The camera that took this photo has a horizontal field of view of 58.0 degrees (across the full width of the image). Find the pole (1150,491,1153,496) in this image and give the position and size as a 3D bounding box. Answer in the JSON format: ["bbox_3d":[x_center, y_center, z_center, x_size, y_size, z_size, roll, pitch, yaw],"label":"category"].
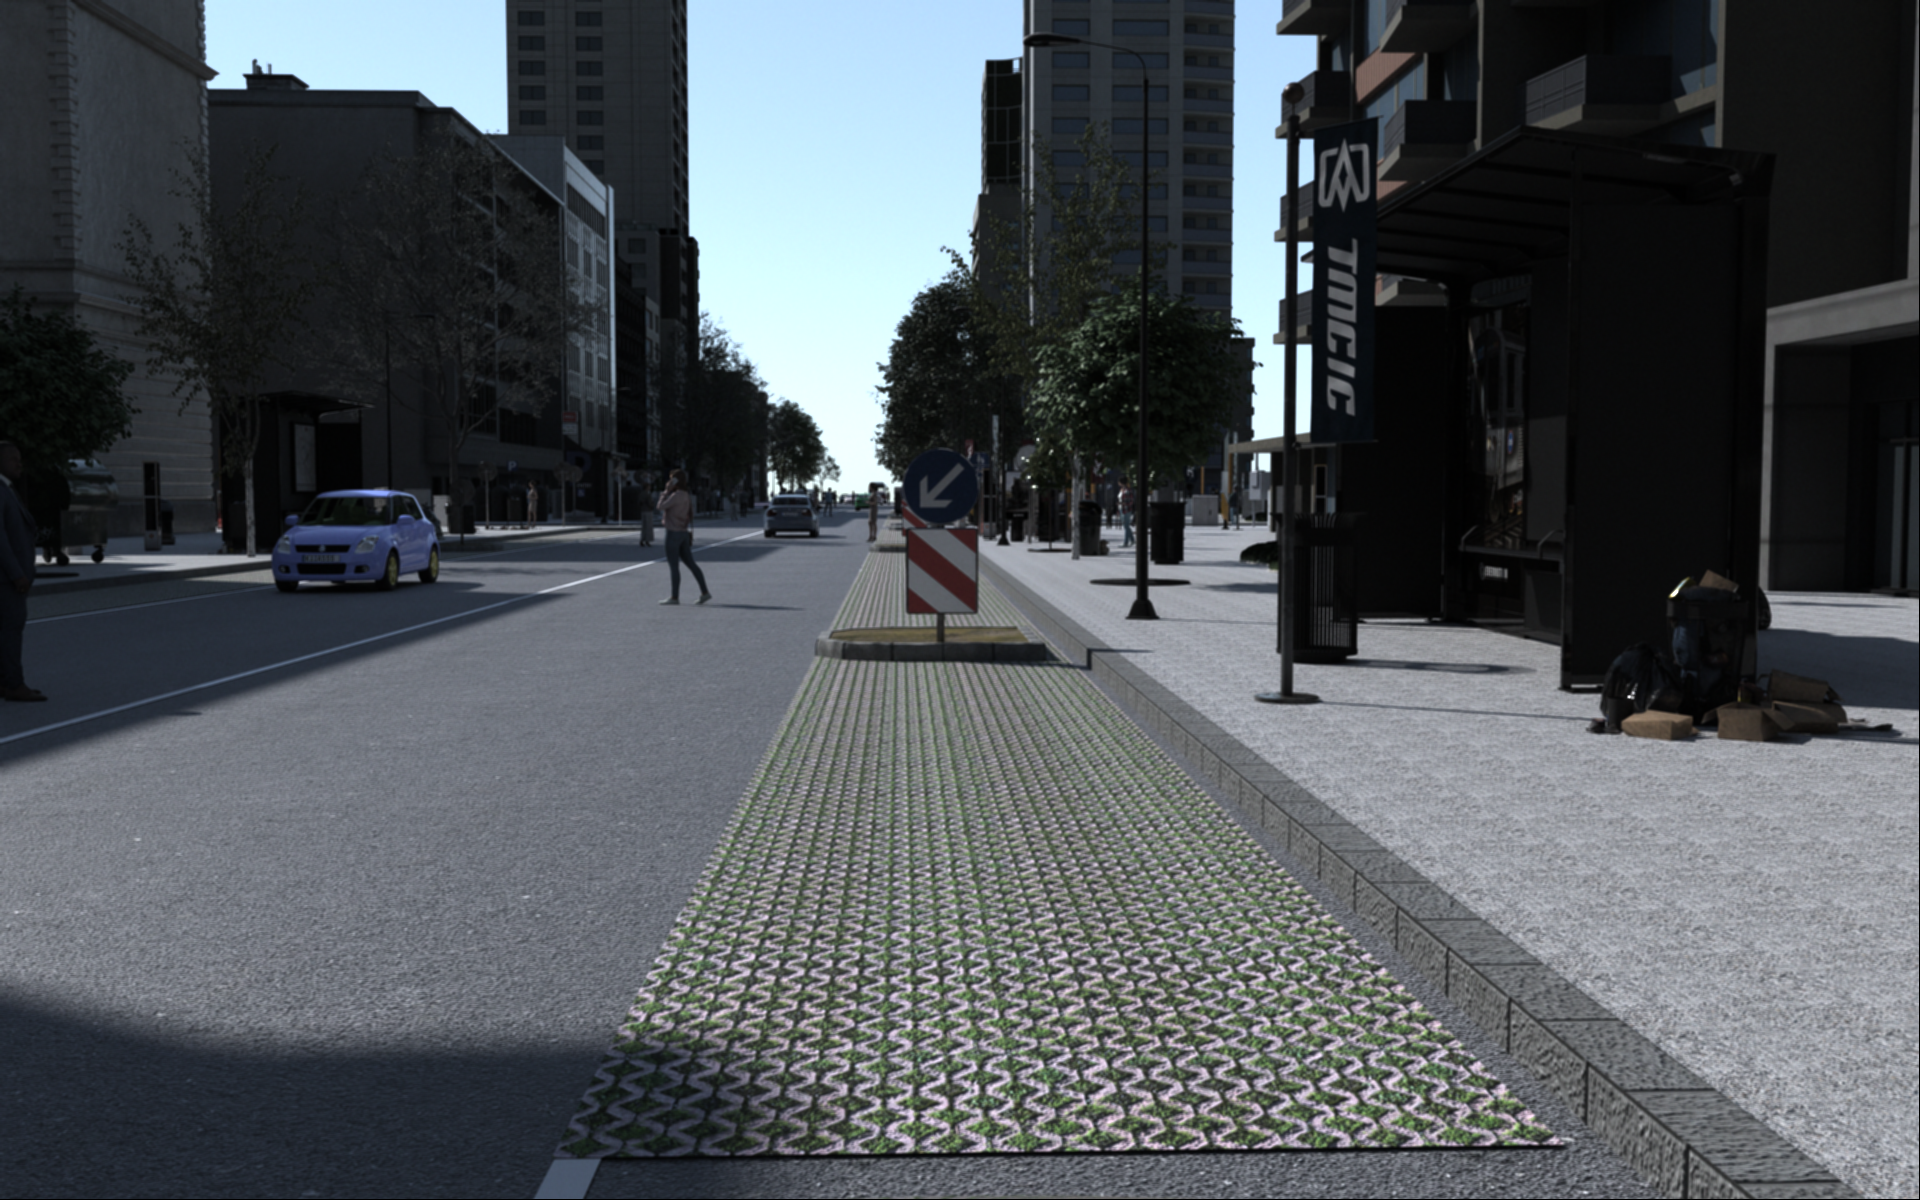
[{"bbox_3d":[10.786,-6.350,97.665,0.158,3.312,0.155,0,3,0],"label":"pole"}]

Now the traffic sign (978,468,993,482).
[{"bbox_3d":[0.937,-3.690,62.463,0.606,2.300,0.079,0,4,7],"label":"traffic sign"}]

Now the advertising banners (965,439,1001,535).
[{"bbox_3d":[0.710,-3.569,54.543,0.090,3.025,2.074,-2,4,-32],"label":"advertising banners"}]

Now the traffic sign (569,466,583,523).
[{"bbox_3d":[-17.268,-4.734,77.503,0.768,2.556,0.104,0,4,5],"label":"traffic sign"}]

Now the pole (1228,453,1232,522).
[{"bbox_3d":[12.417,-5.247,79.624,0.158,3.312,0.155,0,3,0],"label":"pole"}]

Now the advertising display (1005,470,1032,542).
[{"bbox_3d":[1.540,-2.540,46.742,0.974,1.923,0.123,-3,5,-39],"label":"advertising display"}]

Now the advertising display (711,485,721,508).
[{"bbox_3d":[-18.258,-7.597,129.420,0.123,1.923,0.974,2,4,33],"label":"advertising display"}]

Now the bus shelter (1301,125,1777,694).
[{"bbox_3d":[4.331,-1.402,14.203,1.731,3.624,6.357,0,4,-2],"label":"bus shelter"}]

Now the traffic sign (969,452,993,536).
[{"bbox_3d":[0.615,-3.195,52.340,0.768,2.556,0.104,0,4,-2],"label":"traffic sign"}]

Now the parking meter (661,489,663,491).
[{"bbox_3d":[-24.312,-8.331,141.919,0.399,1.863,0.255,0,4,3],"label":"parking meter"}]

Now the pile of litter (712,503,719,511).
[{"bbox_3d":[-18.543,-7.280,132.994,1.719,0.858,1.176,-1,4,-19],"label":"pile of litter"}]

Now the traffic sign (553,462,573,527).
[{"bbox_3d":[-15.573,-4.151,67.981,0.768,2.556,0.104,0,4,1],"label":"traffic sign"}]

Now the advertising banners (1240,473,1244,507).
[{"bbox_3d":[22.563,-8.802,140.093,0.090,3.025,2.074,2,4,34],"label":"advertising banners"}]

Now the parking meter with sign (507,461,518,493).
[{"bbox_3d":[-23.587,-5.825,91.495,0.543,3.016,1.738,-1,4,-12],"label":"parking meter with sign"}]

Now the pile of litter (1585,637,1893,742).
[{"bbox_3d":[4.256,0.276,9.449,1.719,0.858,1.176,0,4,5],"label":"pile of litter"}]

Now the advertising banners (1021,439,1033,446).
[{"bbox_3d":[2.758,-3.621,55.399,2.074,3.025,0.090,-3,4,-37],"label":"advertising banners"}]

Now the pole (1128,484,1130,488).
[{"bbox_3d":[11.062,-7.323,113.568,0.158,3.312,0.155,0,3,0],"label":"pole"}]

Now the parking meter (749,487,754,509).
[{"bbox_3d":[-18.157,-8.891,151.075,0.399,1.863,0.255,1,4,22],"label":"parking meter"}]

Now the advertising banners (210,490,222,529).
[{"bbox_3d":[-27.137,-4.115,63.470,2.074,3.025,0.090,3,5,40],"label":"advertising banners"}]

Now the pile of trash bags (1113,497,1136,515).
[{"bbox_3d":[10.282,-6.101,109.508,1.912,1.369,3.447,3,5,41],"label":"pile of trash bags"}]

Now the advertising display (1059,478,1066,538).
[{"bbox_3d":[2.872,-2.740,50.014,0.974,1.923,0.123,-3,5,-42],"label":"advertising display"}]

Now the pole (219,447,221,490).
[{"bbox_3d":[-32.150,-4.994,75.499,0.158,3.312,0.155,0,3,0],"label":"pole"}]

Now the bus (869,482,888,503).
[{"bbox_3d":[-13.070,-17.245,276.811,2.948,3.499,13.247,0,4,-1],"label":"bus"}]

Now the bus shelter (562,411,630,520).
[{"bbox_3d":[-18.231,-6.655,86.437,2.179,5.291,8.768,0,4,-2],"label":"bus shelter"}]

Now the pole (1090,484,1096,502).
[{"bbox_3d":[5.362,-4.642,69.746,0.158,3.312,0.155,0,3,0],"label":"pole"}]

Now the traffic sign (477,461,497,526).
[{"bbox_3d":[-18.203,-4.072,66.681,0.768,2.556,0.104,0,4,5],"label":"traffic sign"}]

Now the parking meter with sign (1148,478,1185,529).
[{"bbox_3d":[7.598,-4.182,64.641,1.738,3.016,0.543,-1,4,-14],"label":"parking meter with sign"}]

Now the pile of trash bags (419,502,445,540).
[{"bbox_3d":[-15.723,-2.300,47.358,1.912,1.369,3.447,1,4,16],"label":"pile of trash bags"}]

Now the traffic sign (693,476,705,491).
[{"bbox_3d":[-18.198,-7.395,120.905,0.884,2.594,0.081,0,4,3],"label":"traffic sign"}]

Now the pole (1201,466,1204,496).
[{"bbox_3d":[17.872,-8.182,127.615,0.158,3.312,0.155,0,3,0],"label":"pole"}]

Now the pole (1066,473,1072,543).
[{"bbox_3d":[2.877,-3.147,45.295,0.158,3.312,0.155,0,3,0],"label":"pole"}]

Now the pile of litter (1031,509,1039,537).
[{"bbox_3d":[2.687,-2.323,51.938,1.176,0.858,1.719,-1,4,-9],"label":"pile of litter"}]

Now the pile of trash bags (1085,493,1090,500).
[{"bbox_3d":[8.208,-6.506,116.128,1.912,1.369,3.447,-1,4,-9],"label":"pile of trash bags"}]

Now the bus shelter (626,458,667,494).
[{"bbox_3d":[-18.407,-6.540,100.853,2.014,3.302,5.546,0,4,-2],"label":"bus shelter"}]

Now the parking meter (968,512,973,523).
[{"bbox_3d":[0.561,-4.407,77.761,0.399,1.863,0.255,-3,4,-38],"label":"parking meter"}]

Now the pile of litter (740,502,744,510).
[{"bbox_3d":[-18.398,-7.864,142.540,1.176,0.858,1.719,3,4,37],"label":"pile of litter"}]

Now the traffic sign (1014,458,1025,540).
[{"bbox_3d":[1.802,-2.835,48.484,0.606,2.300,0.079,0,4,2],"label":"traffic sign"}]

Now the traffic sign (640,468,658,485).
[{"bbox_3d":[-13.692,-4.529,76.238,0.795,2.593,0.064,0,4,-2],"label":"traffic sign"}]

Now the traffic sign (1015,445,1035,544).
[{"bbox_3d":[1.810,-2.733,44.785,0.768,2.556,0.104,0,4,7],"label":"traffic sign"}]

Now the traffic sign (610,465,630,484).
[{"bbox_3d":[-13.415,-4.041,68.258,0.795,2.593,0.064,0,4,-2],"label":"traffic sign"}]

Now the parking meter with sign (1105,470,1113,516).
[{"bbox_3d":[8.685,-6.414,101.122,0.543,3.016,1.738,0,4,3],"label":"parking meter with sign"}]

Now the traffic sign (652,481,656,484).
[{"bbox_3d":[-16.260,-5.513,90.148,0.884,2.594,0.081,0,4,2],"label":"traffic sign"}]

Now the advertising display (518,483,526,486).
[{"bbox_3d":[-24.532,-5.612,96.974,0.123,1.923,0.974,-2,4,-33],"label":"advertising display"}]

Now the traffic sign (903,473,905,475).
[{"bbox_3d":[-1.827,-4.064,68.638,0.795,2.593,0.064,0,4,-2],"label":"traffic sign"}]

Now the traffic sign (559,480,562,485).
[{"bbox_3d":[-18.381,-4.801,80.628,0.606,2.300,0.079,0,4,4],"label":"traffic sign"}]

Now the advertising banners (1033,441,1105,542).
[{"bbox_3d":[3.013,-3.073,46.435,2.074,3.025,0.090,1,4,22],"label":"advertising banners"}]

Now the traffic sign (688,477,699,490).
[{"bbox_3d":[-19.925,-7.909,129.310,0.884,2.594,0.081,0,4,2],"label":"traffic sign"}]

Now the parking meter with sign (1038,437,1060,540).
[{"bbox_3d":[2.520,-3.207,48.691,0.543,3.016,1.738,0,4,-5],"label":"parking meter with sign"}]

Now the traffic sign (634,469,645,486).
[{"bbox_3d":[-16.336,-5.419,88.707,0.768,2.556,0.104,0,4,1],"label":"traffic sign"}]

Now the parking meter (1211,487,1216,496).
[{"bbox_3d":[20.929,-8.401,143.068,0.399,1.863,0.255,0,4,-1],"label":"parking meter"}]

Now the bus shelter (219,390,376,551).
[{"bbox_3d":[-16.045,-3.122,42.329,1.731,3.624,6.357,0,4,-2],"label":"bus shelter"}]

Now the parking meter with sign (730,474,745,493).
[{"bbox_3d":[-19.588,-9.448,150.731,1.738,3.016,0.543,1,4,9],"label":"parking meter with sign"}]

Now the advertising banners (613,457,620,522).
[{"bbox_3d":[-16.158,-5.221,81.549,0.090,3.025,2.074,0,4,-3],"label":"advertising banners"}]
